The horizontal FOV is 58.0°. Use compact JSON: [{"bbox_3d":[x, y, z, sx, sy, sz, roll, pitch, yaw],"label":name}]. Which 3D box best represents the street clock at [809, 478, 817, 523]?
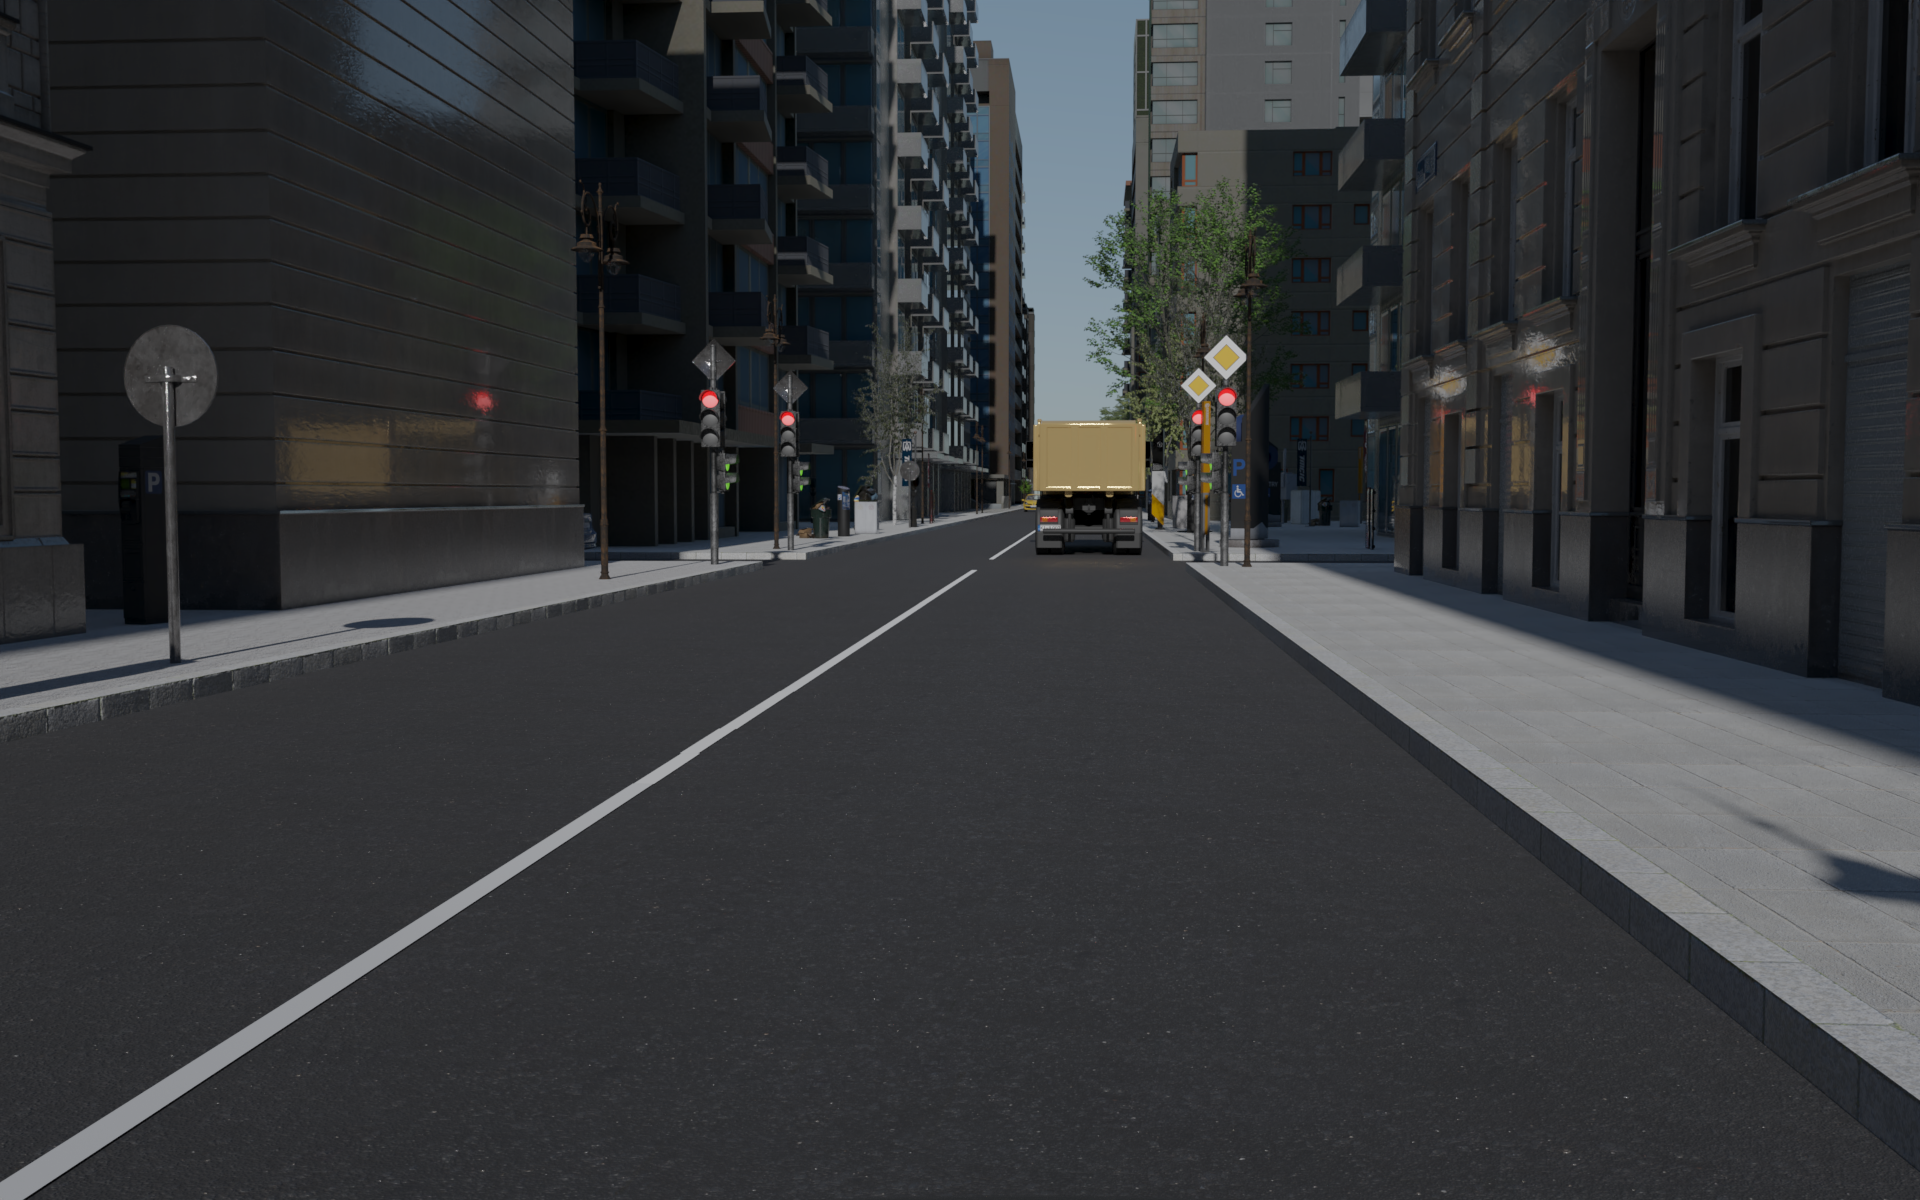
[{"bbox_3d":[-6.467,-4.383,76.230,0.358,2.002,0.471,0,4,4],"label":"street clock"}]

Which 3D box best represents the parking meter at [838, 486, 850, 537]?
[{"bbox_3d":[-3.513,-2.687,52.348,0.372,1.533,0.369,0,3,0],"label":"parking meter"}]

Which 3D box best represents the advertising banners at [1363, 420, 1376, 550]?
[{"bbox_3d":[9.595,-2.717,40.613,0.090,3.025,2.074,0,4,7],"label":"advertising banners"}]

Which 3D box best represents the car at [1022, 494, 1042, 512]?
[{"bbox_3d":[6.021,-7.913,139.603,2.015,1.641,3.980,0,4,5],"label":"car"}]

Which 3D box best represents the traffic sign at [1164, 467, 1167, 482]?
[{"bbox_3d":[7.306,-3.752,63.477,0.606,2.300,0.079,1,4,13],"label":"traffic sign"}]

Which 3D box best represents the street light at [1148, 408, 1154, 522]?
[{"bbox_3d":[8.777,-6.476,78.670,0.468,5.910,1.993,0,4,4],"label":"street light"}]

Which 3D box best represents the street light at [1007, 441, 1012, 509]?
[{"bbox_3d":[4.307,-10.908,151.129,0.468,5.910,1.993,0,4,4],"label":"street light"}]

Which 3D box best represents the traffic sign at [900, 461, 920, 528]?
[{"bbox_3d":[-1.927,-4.040,66.162,0.768,2.556,0.104,1,4,9],"label":"traffic sign"}]

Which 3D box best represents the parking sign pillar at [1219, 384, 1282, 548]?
[{"bbox_3d":[7.030,-3.271,41.959,1.447,3.967,1.447,2,4,34],"label":"parking sign pillar"}]

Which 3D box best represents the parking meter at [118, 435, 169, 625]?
[{"bbox_3d":[-8.056,-0.695,17.082,0.255,1.863,0.399,1,4,17],"label":"parking meter"}]

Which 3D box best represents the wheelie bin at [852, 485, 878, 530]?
[{"bbox_3d":[-3.267,-3.193,60.109,0.693,1.594,0.980,2,4,28],"label":"wheelie bin"}]

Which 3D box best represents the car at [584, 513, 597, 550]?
[{"bbox_3d":[-9.905,-1.481,36.211,4.499,1.417,2.014,0,4,4],"label":"car"}]

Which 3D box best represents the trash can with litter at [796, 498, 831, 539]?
[{"bbox_3d":[-4.251,-2.367,50.092,1.055,1.170,0.624,2,4,25],"label":"trash can with litter"}]

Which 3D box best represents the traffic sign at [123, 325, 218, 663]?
[{"bbox_3d":[-5.958,-0.793,13.072,0.768,2.556,0.104,1,4,8],"label":"traffic sign"}]

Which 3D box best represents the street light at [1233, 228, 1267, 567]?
[{"bbox_3d":[5.057,-3.520,30.339,0.468,5.910,1.993,0,4,4],"label":"street light"}]

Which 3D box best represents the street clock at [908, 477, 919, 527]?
[{"bbox_3d":[-1.783,-3.804,66.769,0.358,2.002,0.471,2,4,32],"label":"street clock"}]

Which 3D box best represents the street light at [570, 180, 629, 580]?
[{"bbox_3d":[-5.347,-3.248,25.895,0.468,5.910,1.993,0,4,4],"label":"street light"}]

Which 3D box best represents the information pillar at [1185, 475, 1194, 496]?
[{"bbox_3d":[8.790,-3.765,66.055,0.304,2.012,0.304,-2,4,-23],"label":"information pillar"}]

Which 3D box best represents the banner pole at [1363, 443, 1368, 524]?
[{"bbox_3d":[17.398,-5.131,73.914,0.401,3.779,0.863,0,4,5],"label":"banner pole"}]

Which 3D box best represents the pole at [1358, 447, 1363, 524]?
[{"bbox_3d":[17.284,-4.950,74.780,0.158,3.312,0.155,0,3,0],"label":"pole"}]

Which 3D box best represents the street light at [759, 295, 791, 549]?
[{"bbox_3d":[-4.285,-4.127,40.272,0.468,5.910,1.993,0,4,4],"label":"street light"}]

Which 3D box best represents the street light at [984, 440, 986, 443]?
[{"bbox_3d":[1.493,-8.759,115.990,0.468,5.910,1.993,0,4,4],"label":"street light"}]

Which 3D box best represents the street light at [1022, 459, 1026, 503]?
[{"bbox_3d":[6.874,-13.047,186.099,0.468,5.910,1.993,0,4,4],"label":"street light"}]

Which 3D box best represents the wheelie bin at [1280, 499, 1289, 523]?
[{"bbox_3d":[14.233,-4.233,77.118,0.693,1.594,0.980,-2,4,-31],"label":"wheelie bin"}]

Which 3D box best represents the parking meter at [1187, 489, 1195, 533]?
[{"bbox_3d":[7.677,-2.981,57.152,0.372,1.533,0.369,0,3,0],"label":"parking meter"}]

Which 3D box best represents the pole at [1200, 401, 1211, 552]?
[{"bbox_3d":[5.410,-2.710,38.145,0.158,3.312,0.155,0,3,0],"label":"pole"}]

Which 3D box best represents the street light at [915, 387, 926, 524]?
[{"bbox_3d":[-1.621,-6.242,74.841,0.468,5.910,1.993,0,4,4],"label":"street light"}]

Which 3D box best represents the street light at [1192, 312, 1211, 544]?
[{"bbox_3d":[6.171,-4.361,44.097,0.468,5.910,1.993,0,4,4],"label":"street light"}]

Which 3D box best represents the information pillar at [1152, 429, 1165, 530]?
[{"bbox_3d":[7.170,-4.355,62.557,0.504,3.616,0.183,3,5,40],"label":"information pillar"}]

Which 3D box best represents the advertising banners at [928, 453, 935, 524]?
[{"bbox_3d":[-1.257,-4.827,75.116,0.090,3.025,2.074,0,4,7],"label":"advertising banners"}]

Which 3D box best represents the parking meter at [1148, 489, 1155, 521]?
[{"bbox_3d":[9.246,-4.600,83.616,0.372,1.533,0.369,0,3,0],"label":"parking meter"}]

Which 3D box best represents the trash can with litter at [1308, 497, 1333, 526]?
[{"bbox_3d":[14.499,-3.574,69.827,0.624,1.170,1.055,-3,4,-38],"label":"trash can with litter"}]

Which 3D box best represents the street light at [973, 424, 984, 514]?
[{"bbox_3d":[1.073,-8.356,109.407,0.468,5.910,1.993,0,4,4],"label":"street light"}]

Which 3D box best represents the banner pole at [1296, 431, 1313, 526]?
[{"bbox_3d":[13.664,-4.801,68.519,0.863,3.779,0.401,-1,4,-21],"label":"banner pole"}]
